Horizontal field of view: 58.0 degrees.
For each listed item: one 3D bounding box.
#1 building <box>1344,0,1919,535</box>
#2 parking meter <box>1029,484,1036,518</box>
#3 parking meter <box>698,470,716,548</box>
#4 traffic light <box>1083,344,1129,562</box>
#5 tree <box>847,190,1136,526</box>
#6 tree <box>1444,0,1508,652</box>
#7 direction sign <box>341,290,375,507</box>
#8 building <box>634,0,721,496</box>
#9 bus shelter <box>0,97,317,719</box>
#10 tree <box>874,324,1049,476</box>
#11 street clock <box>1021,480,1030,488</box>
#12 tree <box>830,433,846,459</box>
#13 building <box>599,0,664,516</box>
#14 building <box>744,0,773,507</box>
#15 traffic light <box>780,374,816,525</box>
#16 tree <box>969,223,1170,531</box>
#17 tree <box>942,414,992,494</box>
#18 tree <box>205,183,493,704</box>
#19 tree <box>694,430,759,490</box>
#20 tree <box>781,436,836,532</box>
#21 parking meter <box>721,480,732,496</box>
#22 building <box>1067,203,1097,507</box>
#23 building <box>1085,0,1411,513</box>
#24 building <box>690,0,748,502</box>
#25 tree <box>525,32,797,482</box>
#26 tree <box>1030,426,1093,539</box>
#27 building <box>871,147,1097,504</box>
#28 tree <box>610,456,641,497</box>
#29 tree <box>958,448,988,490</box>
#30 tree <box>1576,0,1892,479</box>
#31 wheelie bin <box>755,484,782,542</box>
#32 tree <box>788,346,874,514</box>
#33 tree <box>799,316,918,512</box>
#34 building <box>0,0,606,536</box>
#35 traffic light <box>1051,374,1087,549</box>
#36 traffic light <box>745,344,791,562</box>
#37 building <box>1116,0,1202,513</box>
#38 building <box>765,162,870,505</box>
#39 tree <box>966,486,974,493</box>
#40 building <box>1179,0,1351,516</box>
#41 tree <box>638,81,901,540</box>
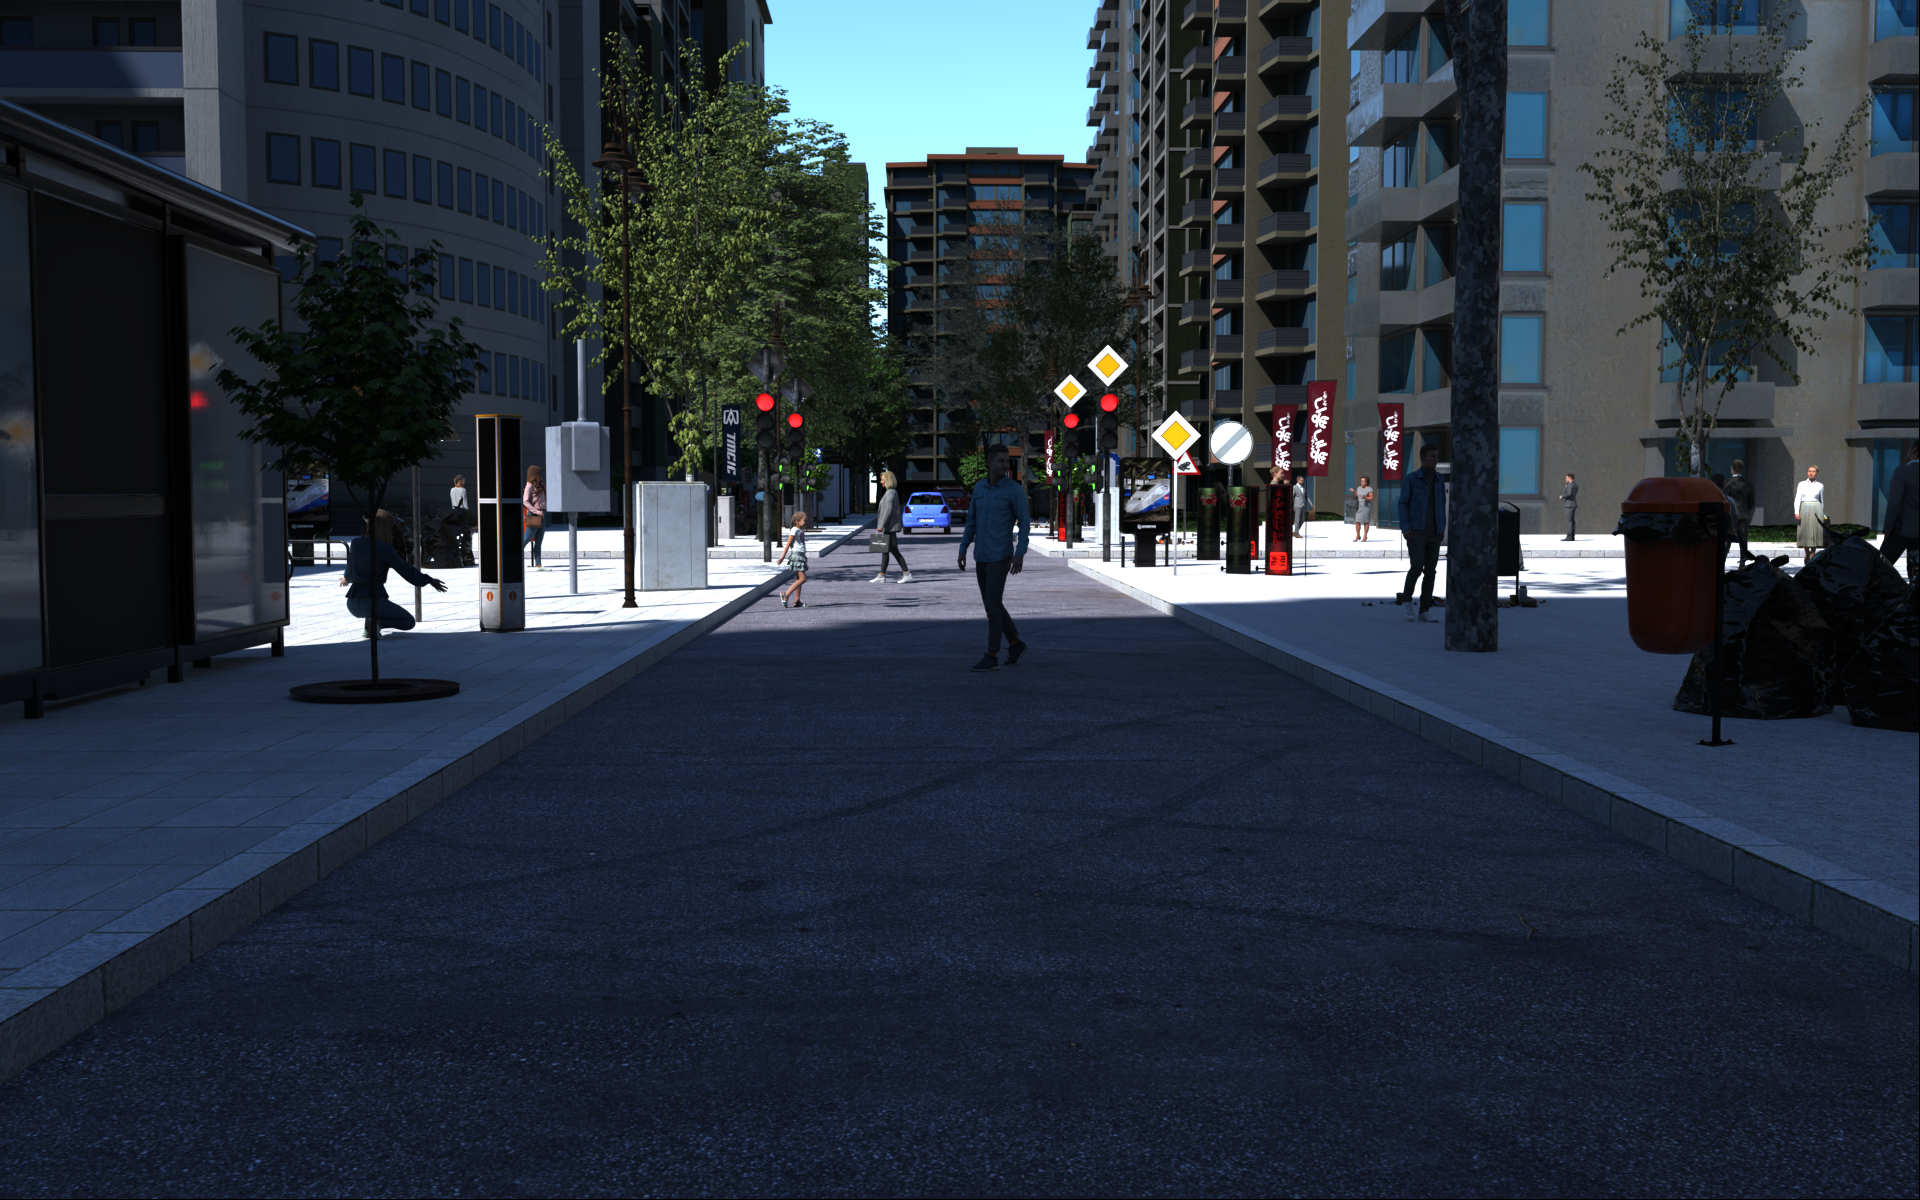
[{"bbox_3d":[29.402,-27.119,63.002,30.456,49.044,23.786,0,4,-1],"label":"building"},{"bbox_3d":[3.950,-5.427,94.439,0.399,1.863,0.255,1,4,12],"label":"parking meter"},{"bbox_3d":[-6.063,-2.190,41.524,0.399,1.863,0.255,0,4,-4],"label":"parking meter"},{"bbox_3d":[2.756,-2.675,32.658,0.839,4.253,0.868,0,4,-1],"label":"traffic light"},{"bbox_3d":[2.598,-9.777,70.224,12.009,13.543,11.850,0,3,0],"label":"tree"},{"bbox_3d":[5.637,-9.625,13.255,12.611,20.169,13.585,0,3,0],"label":"tree"},{"bbox_3d":[-6.692,-1.694,19.688,0.379,3.537,0.876,2,4,24],"label":"direction sign"},{"bbox_3d":[-27.928,-41.942,124.009,20.563,71.187,20.611,0,4,-1],"label":"building"},{"bbox_3d":[-6.047,-1.935,9.277,2.179,5.291,8.768,0,4,-1],"label":"bus shelter"},{"bbox_3d":[1.614,-10.726,101.124,9.928,11.665,9.643,0,3,0],"label":"tree"},{"bbox_3d":[3.238,-4.969,85.821,0.471,2.002,0.358,0,4,-1],"label":"street clock"},{"bbox_3d":[-6.686,-14.177,142.156,12.009,13.543,11.850,0,3,0],"label":"tree"},{"bbox_3d":[-24.561,-19.908,97.202,14.160,30.474,14.107,0,4,-1],"label":"building"},{"bbox_3d":[-32.696,-35.238,165.376,27.495,52.752,28.713,0,4,-1],"label":"building"},{"bbox_3d":[-3.798,-3.153,40.470,0.839,4.253,0.868,0,4,-1],"label":"traffic light"},{"bbox_3d":[3.714,-7.645,59.414,7.601,10.594,8.767,0,4,8],"label":"tree"},{"bbox_3d":[0.778,-12.409,153.242,4.360,8.622,3.978,0,3,0],"label":"tree"},{"bbox_3d":[-3.868,-1.000,10.944,1.663,3.219,1.824,0,3,0],"label":"tree"},{"bbox_3d":[-10.404,-5.718,77.204,4.285,4.588,4.351,0,3,0],"label":"tree"},{"bbox_3d":[-5.104,-3.885,58.126,1.663,3.219,1.824,0,3,0],"label":"tree"},{"bbox_3d":[-8.200,-3.373,60.862,0.255,1.863,0.399,2,4,25],"label":"parking meter"},{"bbox_3d":[17.610,-24.619,174.225,14.160,30.474,14.107,0,4,-1],"label":"building"},{"bbox_3d":[22.840,-32.534,151.539,23.786,49.044,30.456,0,4,-1],"label":"building"},{"bbox_3d":[-25.173,-30.117,142.528,14.600,45.320,14.200,0,4,-1],"label":"building"},{"bbox_3d":[-4.475,-4.698,27.181,4.737,8.622,4.395,0,3,0],"label":"tree"},{"bbox_3d":[2.818,-3.354,49.446,1.663,3.219,1.824,0,3,0],"label":"tree"},{"bbox_3d":[3.244,-34.670,221.475,28.867,44.769,22.147,0,4,-1],"label":"building"},{"bbox_3d":[-17.561,-5.801,89.447,1.663,3.219,1.824,0,3,0],"label":"tree"},{"bbox_3d":[1.485,-8.525,123.091,4.285,4.588,4.351,0,3,0],"label":"tree"},{"bbox_3d":[11.148,-4.600,25.569,4.360,8.622,3.978,0,3,0],"label":"tree"},{"bbox_3d":[-5.157,-2.369,46.647,0.693,1.594,0.980,0,4,-3],"label":"wheelie bin"},{"bbox_3d":[-7.198,-11.497,113.735,9.928,11.665,9.643,0,3,0],"label":"tree"},{"bbox_3d":[-7.514,-13.407,125.867,9.857,13.997,8.962,0,3,0],"label":"tree"},{"bbox_3d":[-26.309,-31.867,63.032,21.231,58.520,28.212,0,4,-1],"label":"building"},{"bbox_3d":[2.561,-3.163,40.641,0.839,4.253,0.868,0,4,-1],"label":"traffic light"},{"bbox_3d":[-3.603,-2.665,32.487,0.839,4.253,0.868,0,4,-1],"label":"traffic light"},{"bbox_3d":[22.305,-42.025,125.357,20.563,71.187,20.611,0,4,-1],"label":"building"},{"bbox_3d":[-18.360,-32.571,216.131,14.086,41.232,14.154,0,4,-1],"label":"building"},{"bbox_3d":[1.447,-9.344,147.376,1.663,3.219,1.824,0,3,0],"label":"tree"},{"bbox_3d":[24.780,-27.326,101.397,22.147,44.769,28.867,0,4,-1],"label":"building"},{"bbox_3d":[-5.410,-7.984,48.670,7.486,12.596,7.792,0,3,0],"label":"tree"}]
